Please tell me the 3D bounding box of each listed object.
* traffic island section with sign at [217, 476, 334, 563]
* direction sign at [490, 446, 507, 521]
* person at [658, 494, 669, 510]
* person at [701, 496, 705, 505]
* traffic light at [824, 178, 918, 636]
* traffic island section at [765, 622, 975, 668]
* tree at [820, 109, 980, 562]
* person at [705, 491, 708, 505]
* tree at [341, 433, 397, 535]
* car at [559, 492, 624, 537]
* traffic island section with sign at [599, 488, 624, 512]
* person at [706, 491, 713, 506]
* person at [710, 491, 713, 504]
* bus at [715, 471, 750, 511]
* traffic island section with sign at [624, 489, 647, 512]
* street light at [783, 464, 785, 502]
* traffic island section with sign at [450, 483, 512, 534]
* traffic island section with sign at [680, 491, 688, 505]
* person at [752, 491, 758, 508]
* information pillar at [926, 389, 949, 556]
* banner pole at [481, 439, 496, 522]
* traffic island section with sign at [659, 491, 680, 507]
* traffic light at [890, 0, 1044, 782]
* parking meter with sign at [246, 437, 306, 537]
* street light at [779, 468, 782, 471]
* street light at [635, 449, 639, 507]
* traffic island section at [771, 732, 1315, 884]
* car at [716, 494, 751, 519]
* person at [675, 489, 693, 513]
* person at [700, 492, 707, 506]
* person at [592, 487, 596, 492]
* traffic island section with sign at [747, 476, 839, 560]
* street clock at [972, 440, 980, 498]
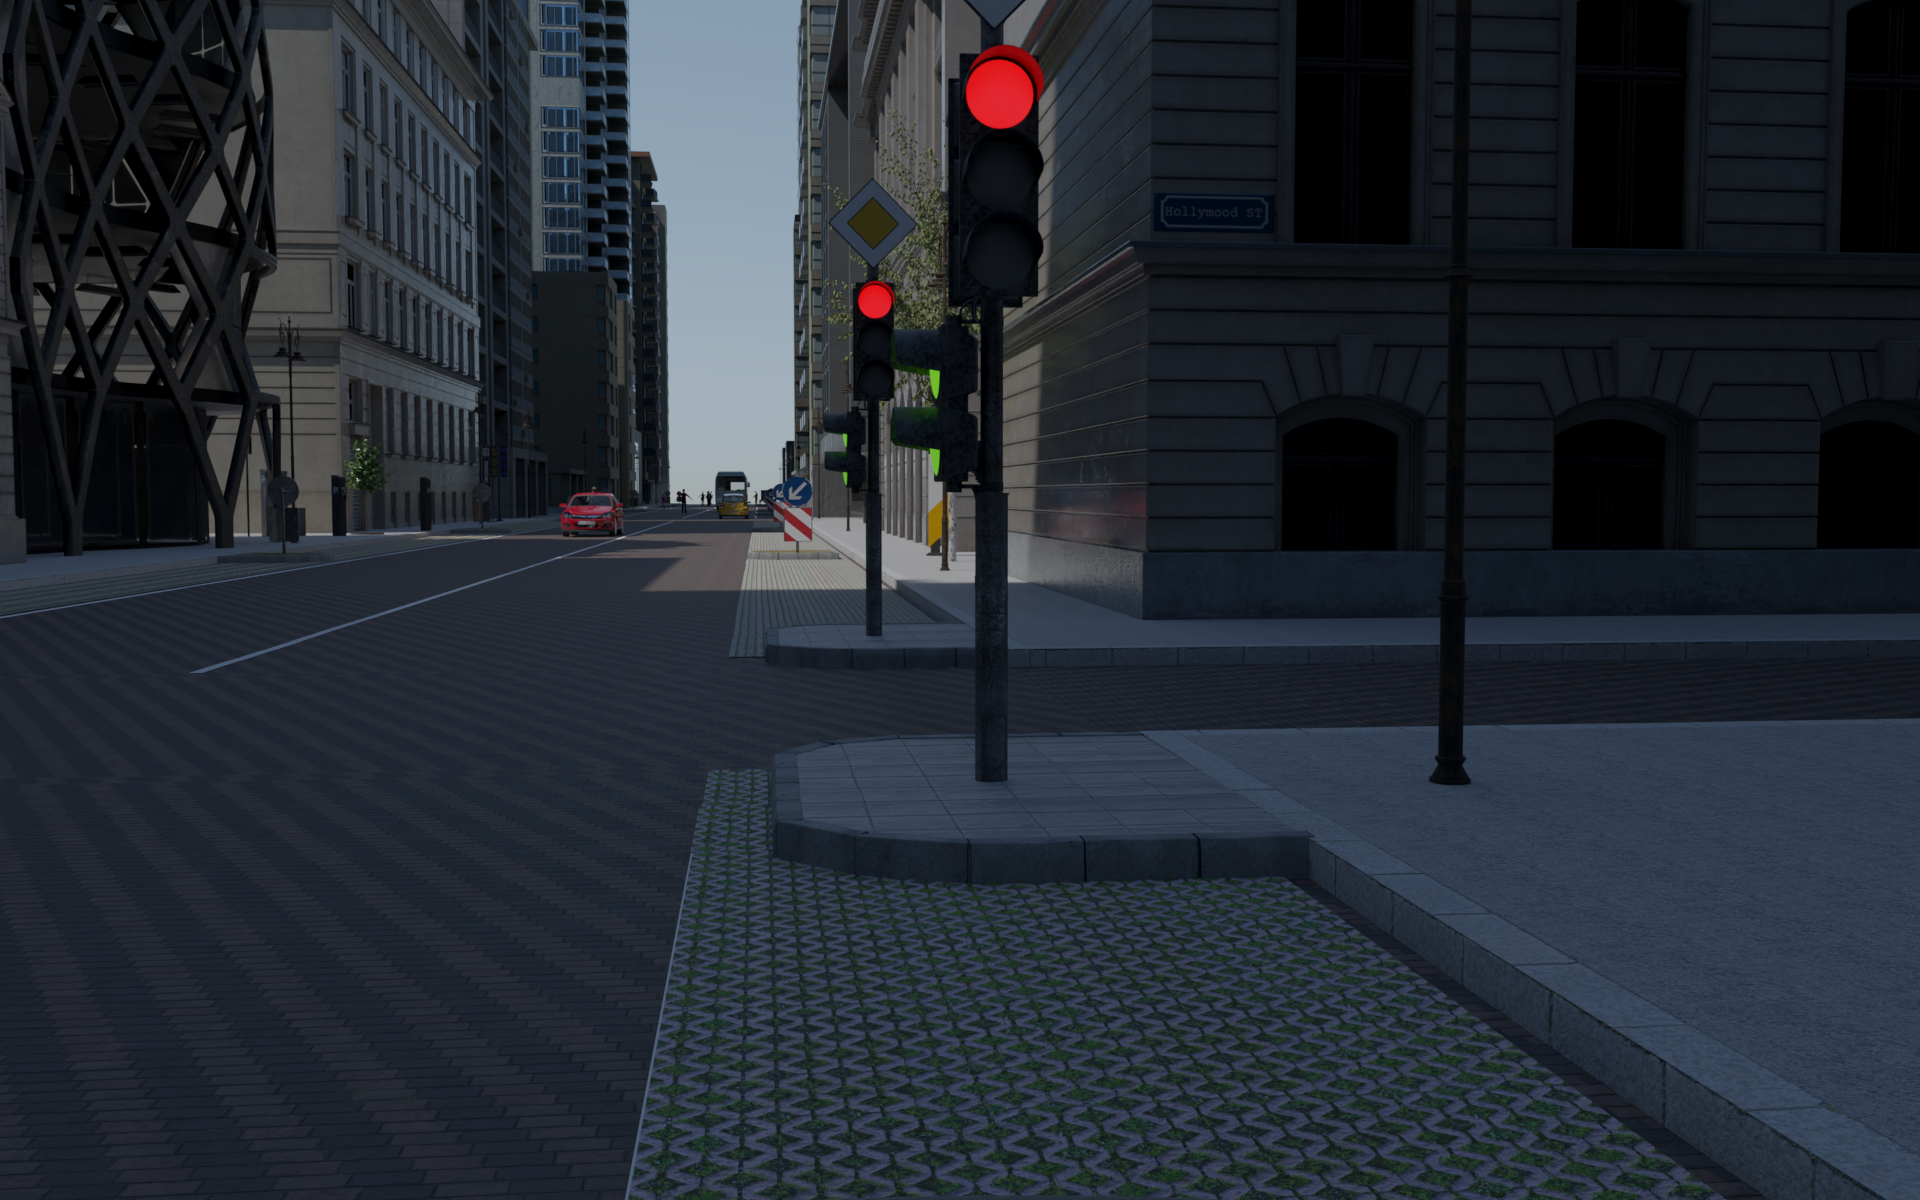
[{"bbox_3d":[-14.409,-1.714,36.656,1.989,1.847,2.006,0,4,-7],"label":"traffic island section with sign"},{"bbox_3d":[-21.743,-5.484,81.667,0.876,3.537,0.379,-3,5,-44],"label":"direction sign"},{"bbox_3d":[-26.382,-8.705,154.058,0.991,1.433,0.599,-1,4,-15],"label":"person"},{"bbox_3d":[-32.232,-12.553,216.978,0.421,1.427,0.697,2,4,25],"label":"person"},{"bbox_3d":[-0.798,-1.631,15.593,0.839,4.253,0.868,0,4,-7],"label":"traffic light"},{"bbox_3d":[-0.757,0.402,15.712,2.009,0.180,2.903,0,4,-7],"label":"traffic island section"},{"bbox_3d":[-0.357,-5.026,32.534,4.737,8.622,4.395,0,3,0],"label":"tree"},{"bbox_3d":[-31.853,-12.835,218.495,0.705,1.807,1.348,-2,4,-26],"label":"person"},{"bbox_3d":[-18.690,-3.688,54.903,1.663,3.219,1.824,0,3,0],"label":"tree"},{"bbox_3d":[-12.608,-3.086,59.502,2.155,1.783,4.494,0,4,-6],"label":"car"},{"bbox_3d":[-23.365,-6.435,113.834,1.989,1.847,2.006,0,4,-7],"label":"traffic island section with sign"},{"bbox_3d":[-30.282,-12.274,209.169,0.705,1.826,1.348,2,4,30],"label":"person"},{"bbox_3d":[-35.341,-14.576,246.685,0.599,1.838,0.709,0,4,-2],"label":"person"},{"bbox_3d":[-19.263,-9.273,146.471,2.948,3.499,13.247,0,4,-7],"label":"bus"},{"bbox_3d":[-26.461,-8.072,140.611,1.989,1.847,2.006,0,4,-7],"label":"traffic island section with sign"},{"bbox_3d":[-18.602,-13.089,186.790,0.468,5.910,1.993,0,4,-7],"label":"street light"},{"bbox_3d":[-17.517,-3.352,63.439,1.989,1.847,2.006,0,4,-7],"label":"traffic island section with sign"},{"bbox_3d":[-35.842,-13.018,221.464,1.989,1.847,2.006,0,4,-7],"label":"traffic island section with sign"},{"bbox_3d":[-21.493,-10.566,181.705,0.568,1.767,0.683,0,4,1],"label":"person"},{"bbox_3d":[-0.436,-2.720,35.829,0.504,3.616,0.183,2,4,24],"label":"information pillar"},{"bbox_3d":[-21.404,-5.423,78.689,0.401,3.779,0.863,2,4,29],"label":"banner pole"},{"bbox_3d":[-32.676,-11.339,194.012,1.989,1.847,2.006,0,4,-7],"label":"traffic island section with sign"},{"bbox_3d":[0.122,-1.146,7.661,0.839,4.253,0.868,0,4,-7],"label":"traffic light"},{"bbox_3d":[-20.821,-3.447,52.618,1.738,3.016,0.543,-3,5,-45],"label":"parking meter with sign"},{"bbox_3d":[-22.153,-15.002,218.065,0.468,5.910,1.993,0,4,-7],"label":"street light"},{"bbox_3d":[-32.259,-12.257,173.186,0.468,5.910,1.993,0,4,-7],"label":"street light"},{"bbox_3d":[0.163,0.887,7.779,2.009,0.180,2.903,0,4,-7],"label":"traffic island section"},{"bbox_3d":[-13.005,-5.461,99.515,2.015,1.641,3.980,0,4,-8],"label":"car"},{"bbox_3d":[-20.573,-7.380,129.096,1.348,1.831,0.705,0,4,3],"label":"person"},{"bbox_3d":[-30.167,-11.852,202.998,1.217,1.735,0.721,0,4,0],"label":"person"},{"bbox_3d":[-19.649,-5.171,93.122,0.705,1.814,1.350,2,4,32],"label":"person"},{"bbox_3d":[-3.725,-1.822,38.422,1.989,1.847,2.006,0,4,-7],"label":"traffic island section with sign"},{"bbox_3d":[0.328,-1.148,23.345,0.471,2.002,0.358,-3,5,-42],"label":"street clock"}]
